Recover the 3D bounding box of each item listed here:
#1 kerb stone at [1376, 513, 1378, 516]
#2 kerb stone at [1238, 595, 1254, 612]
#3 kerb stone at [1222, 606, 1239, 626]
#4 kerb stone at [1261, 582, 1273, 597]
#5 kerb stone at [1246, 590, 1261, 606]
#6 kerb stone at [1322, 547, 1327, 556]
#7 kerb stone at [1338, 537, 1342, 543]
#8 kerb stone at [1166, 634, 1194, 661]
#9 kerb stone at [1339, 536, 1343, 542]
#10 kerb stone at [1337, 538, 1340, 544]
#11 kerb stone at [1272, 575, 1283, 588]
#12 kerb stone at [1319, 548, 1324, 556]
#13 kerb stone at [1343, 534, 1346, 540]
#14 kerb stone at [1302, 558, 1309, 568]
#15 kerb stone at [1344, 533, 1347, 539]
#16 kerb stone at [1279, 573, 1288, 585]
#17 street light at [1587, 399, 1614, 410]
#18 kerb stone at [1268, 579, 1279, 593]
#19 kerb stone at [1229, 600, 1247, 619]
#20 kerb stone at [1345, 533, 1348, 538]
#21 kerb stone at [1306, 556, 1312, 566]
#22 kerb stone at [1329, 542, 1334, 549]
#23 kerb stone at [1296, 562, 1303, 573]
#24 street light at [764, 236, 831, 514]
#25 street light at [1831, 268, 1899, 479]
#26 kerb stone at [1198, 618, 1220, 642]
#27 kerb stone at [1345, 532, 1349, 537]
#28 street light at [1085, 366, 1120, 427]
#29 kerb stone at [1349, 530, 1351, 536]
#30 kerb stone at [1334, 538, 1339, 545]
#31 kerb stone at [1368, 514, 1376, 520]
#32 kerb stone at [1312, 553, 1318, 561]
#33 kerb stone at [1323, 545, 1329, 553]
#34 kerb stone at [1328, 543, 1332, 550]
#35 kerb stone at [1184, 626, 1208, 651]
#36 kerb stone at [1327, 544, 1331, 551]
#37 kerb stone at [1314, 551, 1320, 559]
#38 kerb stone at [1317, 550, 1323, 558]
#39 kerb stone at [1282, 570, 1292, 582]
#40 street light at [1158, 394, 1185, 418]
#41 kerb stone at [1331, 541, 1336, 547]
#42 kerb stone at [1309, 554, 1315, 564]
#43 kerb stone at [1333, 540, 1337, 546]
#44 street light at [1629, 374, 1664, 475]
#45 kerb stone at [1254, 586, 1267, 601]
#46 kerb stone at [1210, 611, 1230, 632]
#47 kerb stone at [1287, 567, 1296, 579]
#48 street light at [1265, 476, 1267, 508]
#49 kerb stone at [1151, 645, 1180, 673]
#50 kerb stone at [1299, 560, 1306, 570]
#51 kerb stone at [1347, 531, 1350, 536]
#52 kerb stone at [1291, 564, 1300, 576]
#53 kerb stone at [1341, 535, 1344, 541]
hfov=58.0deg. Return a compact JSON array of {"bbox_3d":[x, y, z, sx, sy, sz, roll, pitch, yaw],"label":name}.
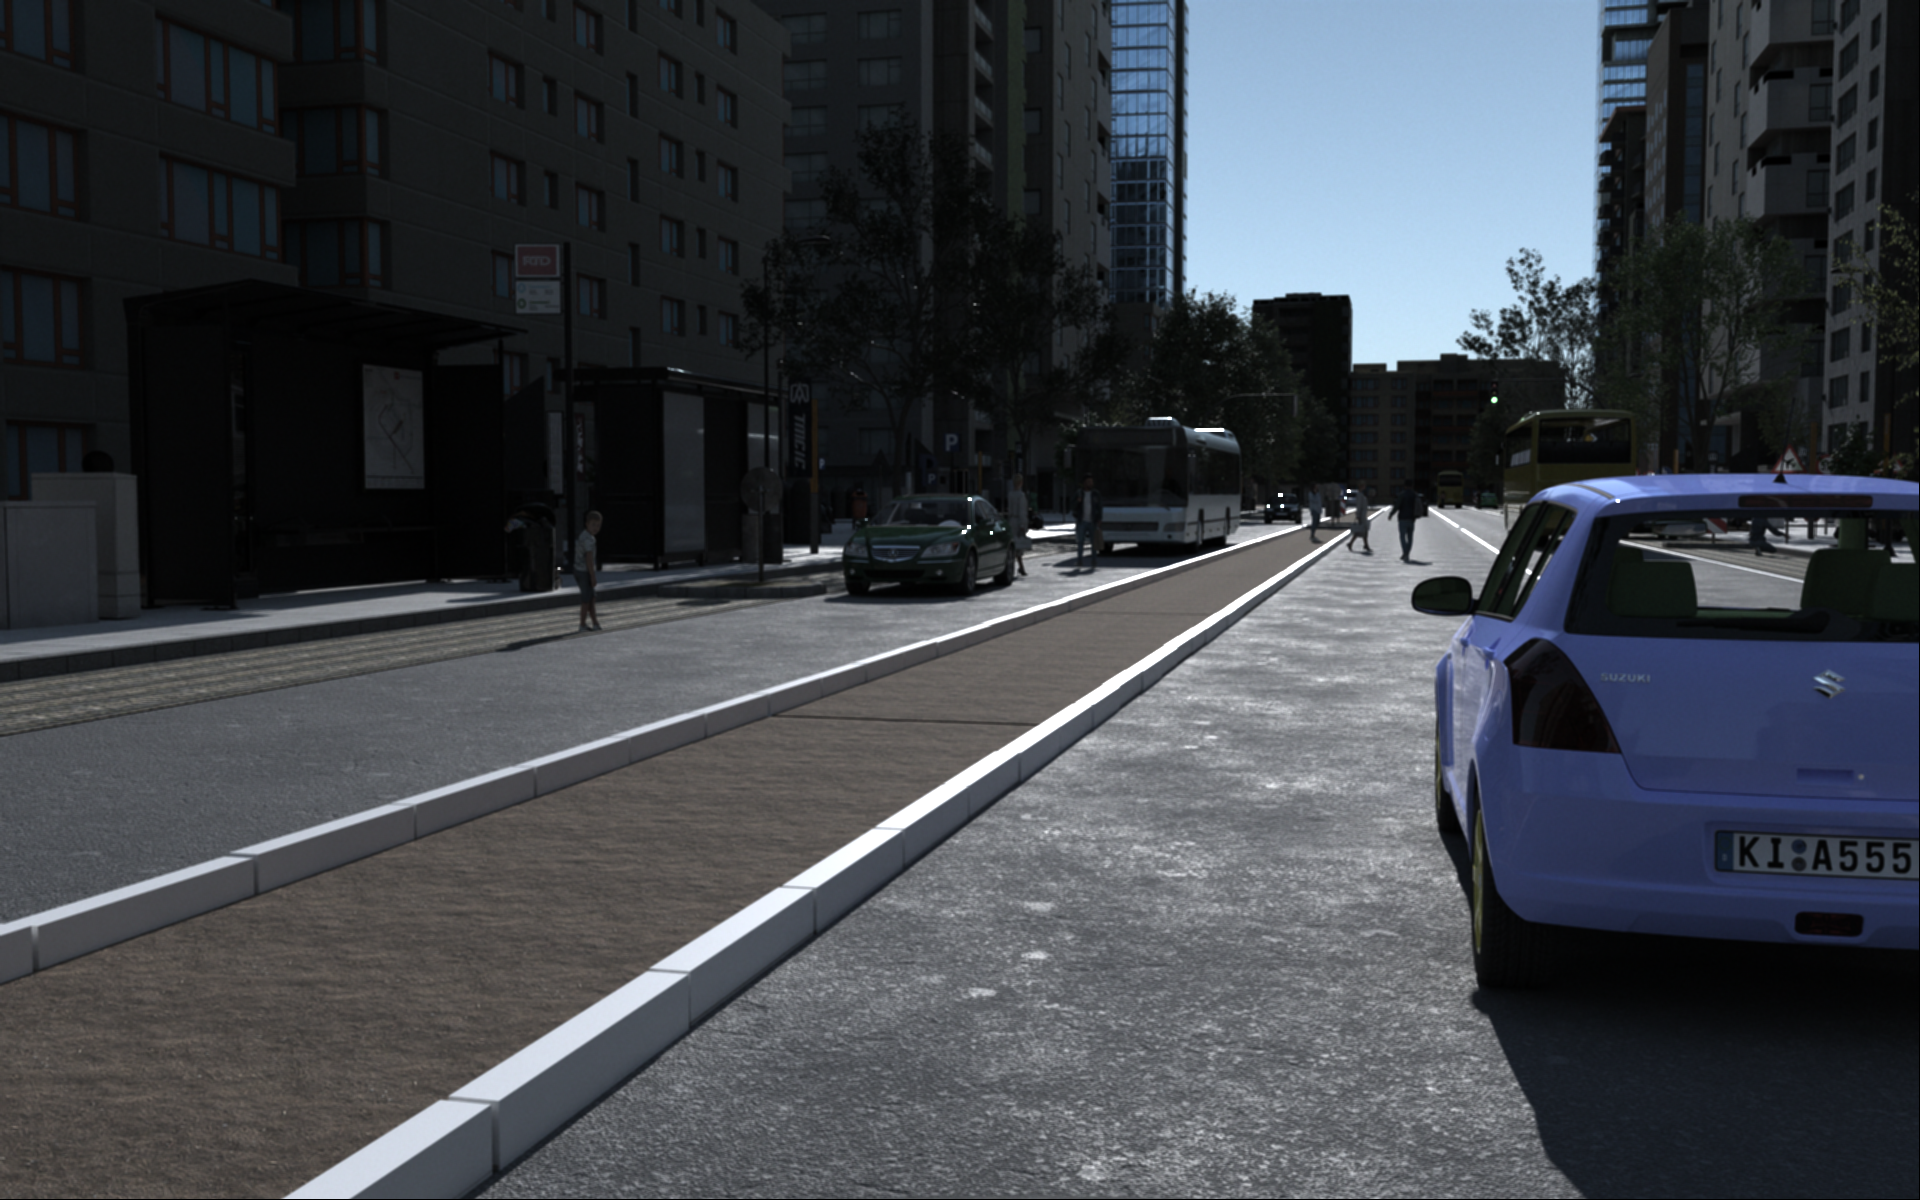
[{"bbox_3d":[25.100,-5.064,104.995,0.120,0.150,1.000,1,4,14],"label":"kerb stone"},{"bbox_3d":[3.438,0.071,21.029,0.120,0.150,1.000,1,4,14],"label":"kerb stone"},{"bbox_3d":[2.934,0.196,19.041,0.120,0.150,1.000,1,4,14],"label":"kerb stone"},{"bbox_3d":[4.210,-0.110,24.009,0.120,0.150,1.000,1,4,14],"label":"kerb stone"},{"bbox_3d":[3.695,0.010,22.030,0.120,0.150,1.000,1,4,14],"label":"kerb stone"},{"bbox_3d":[8.317,-1.083,39.901,0.120,0.150,1.000,1,4,14],"label":"kerb stone"},{"bbox_3d":[10.614,-1.628,48.844,0.120,0.150,1.000,1,4,14],"label":"kerb stone"},{"bbox_3d":[1.898,0.435,15.083,0.120,0.150,1.000,1,4,14],"label":"kerb stone"},{"bbox_3d":[10.862,-1.688,49.836,0.120,0.150,1.000,1,4,14],"label":"kerb stone"},{"bbox_3d":[10.353,-1.567,47.856,0.120,0.150,1.000,1,4,14],"label":"kerb stone"},{"bbox_3d":[4.719,-0.232,25.995,0.120,0.150,1.000,1,4,14],"label":"kerb stone"},{"bbox_3d":[8.045,-1.017,38.913,0.120,0.150,1.000,1,4,14],"label":"kerb stone"},{"bbox_3d":[11.389,-1.811,51.811,0.120,0.150,1.000,1,4,14],"label":"kerb stone"},{"bbox_3d":[6.508,-0.658,32.948,0.120,0.150,1.000,1,4,14],"label":"kerb stone"},{"bbox_3d":[11.635,-1.872,52.803,0.120,0.150,1.000,1,4,14],"label":"kerb stone"},{"bbox_3d":[4.978,-0.291,26.984,0.120,0.150,1.000,1,4,14],"label":"kerb stone"},{"bbox_3d":[31.228,-6.844,84.441,1.470,5.913,1.316,1,4,14],"label":"street light"},{"bbox_3d":[4.467,-0.171,24.998,0.120,0.150,1.000,1,4,14],"label":"kerb stone"},{"bbox_3d":[3.186,0.132,20.032,0.120,0.150,1.000,1,4,14],"label":"kerb stone"},{"bbox_3d":[11.889,-1.931,53.803,0.120,0.150,1.000,1,4,14],"label":"kerb stone"},{"bbox_3d":[6.770,-0.717,33.945,0.120,0.150,1.000,1,4,14],"label":"kerb stone"},{"bbox_3d":[9.332,-1.321,43.883,0.120,0.150,1.000,1,4,14],"label":"kerb stone"},{"bbox_3d":[5.999,-0.536,30.962,0.120,0.150,1.000,1,4,14],"label":"kerb stone"},{"bbox_3d":[-3.009,-3.604,31.468,1.470,5.913,1.316,1,4,14],"label":"street light"},{"bbox_3d":[18.533,-3.852,35.517,1.470,5.913,1.316,1,4,14],"label":"street light"},{"bbox_3d":[2.421,0.314,17.059,0.120,0.150,1.000,1,4,14],"label":"kerb stone"},{"bbox_3d":[12.158,-1.991,54.803,0.120,0.150,1.000,1,4,14],"label":"kerb stone"},{"bbox_3d":[5.132,-5.538,63.093,1.470,5.913,1.316,1,4,14],"label":"street light"},{"bbox_3d":[12.666,-2.116,56.791,0.120,0.150,1.000,1,4,14],"label":"kerb stone"},{"bbox_3d":[10.100,-1.509,46.860,0.120,0.150,1.000,1,4,14],"label":"kerb stone"},{"bbox_3d":[23.565,-4.697,99.034,0.120,0.150,1.000,1,4,14],"label":"kerb stone"},{"bbox_3d":[7.284,-0.839,35.926,0.120,0.150,1.000,1,4,14],"label":"kerb stone"},{"bbox_3d":[8.568,-1.144,40.900,0.120,0.150,1.000,1,4,14],"label":"kerb stone"},{"bbox_3d":[9.075,-1.266,42.892,0.120,0.150,1.000,1,4,14],"label":"kerb stone"},{"bbox_3d":[2.159,0.375,16.071,0.120,0.150,1.000,1,4,14],"label":"kerb stone"},{"bbox_3d":[8.832,-1.197,41.890,0.120,0.150,1.000,1,4,14],"label":"kerb stone"},{"bbox_3d":[7.536,-0.892,36.917,0.120,0.150,1.000,1,4,14],"label":"kerb stone"},{"bbox_3d":[7.798,-0.957,37.921,0.120,0.150,1.000,1,4,14],"label":"kerb stone"},{"bbox_3d":[5.232,-0.353,27.974,0.120,0.150,1.000,1,4,14],"label":"kerb stone"},{"bbox_3d":[9.782,-6.620,80.770,1.470,5.913,1.316,1,4,14],"label":"street light"},{"bbox_3d":[9.592,-1.384,44.872,0.120,0.150,1.000,1,4,14],"label":"kerb stone"},{"bbox_3d":[7.029,-0.778,34.937,0.120,0.150,1.000,1,4,14],"label":"kerb stone"},{"bbox_3d":[9.845,-1.447,45.871,0.120,0.150,1.000,1,4,14],"label":"kerb stone"},{"bbox_3d":[26.616,-5.786,67.135,1.470,5.913,1.316,1,4,14],"label":"street light"},{"bbox_3d":[3.950,-0.050,23.020,0.120,0.150,1.000,1,4,14],"label":"kerb stone"},{"bbox_3d":[2.673,0.253,18.052,0.120,0.150,1.000,1,4,14],"label":"kerb stone"},{"bbox_3d":[5.489,-0.407,28.964,0.120,0.150,1.000,1,4,14],"label":"kerb stone"},{"bbox_3d":[26.083,-10.504,144.281,1.470,5.913,1.316,1,4,14],"label":"street light"},{"bbox_3d":[1.644,0.501,14.078,0.120,0.150,1.000,1,4,14],"label":"kerb stone"},{"bbox_3d":[6.256,-0.597,31.955,0.120,0.150,1.000,1,4,14],"label":"kerb stone"},{"bbox_3d":[12.411,-2.055,55.793,0.120,0.150,1.000,1,4,14],"label":"kerb stone"},{"bbox_3d":[5.745,-0.475,29.962,0.120,0.150,1.000,1,4,14],"label":"kerb stone"},{"bbox_3d":[11.127,-1.749,50.823,0.120,0.150,1.000,1,4,14],"label":"kerb stone"}]
